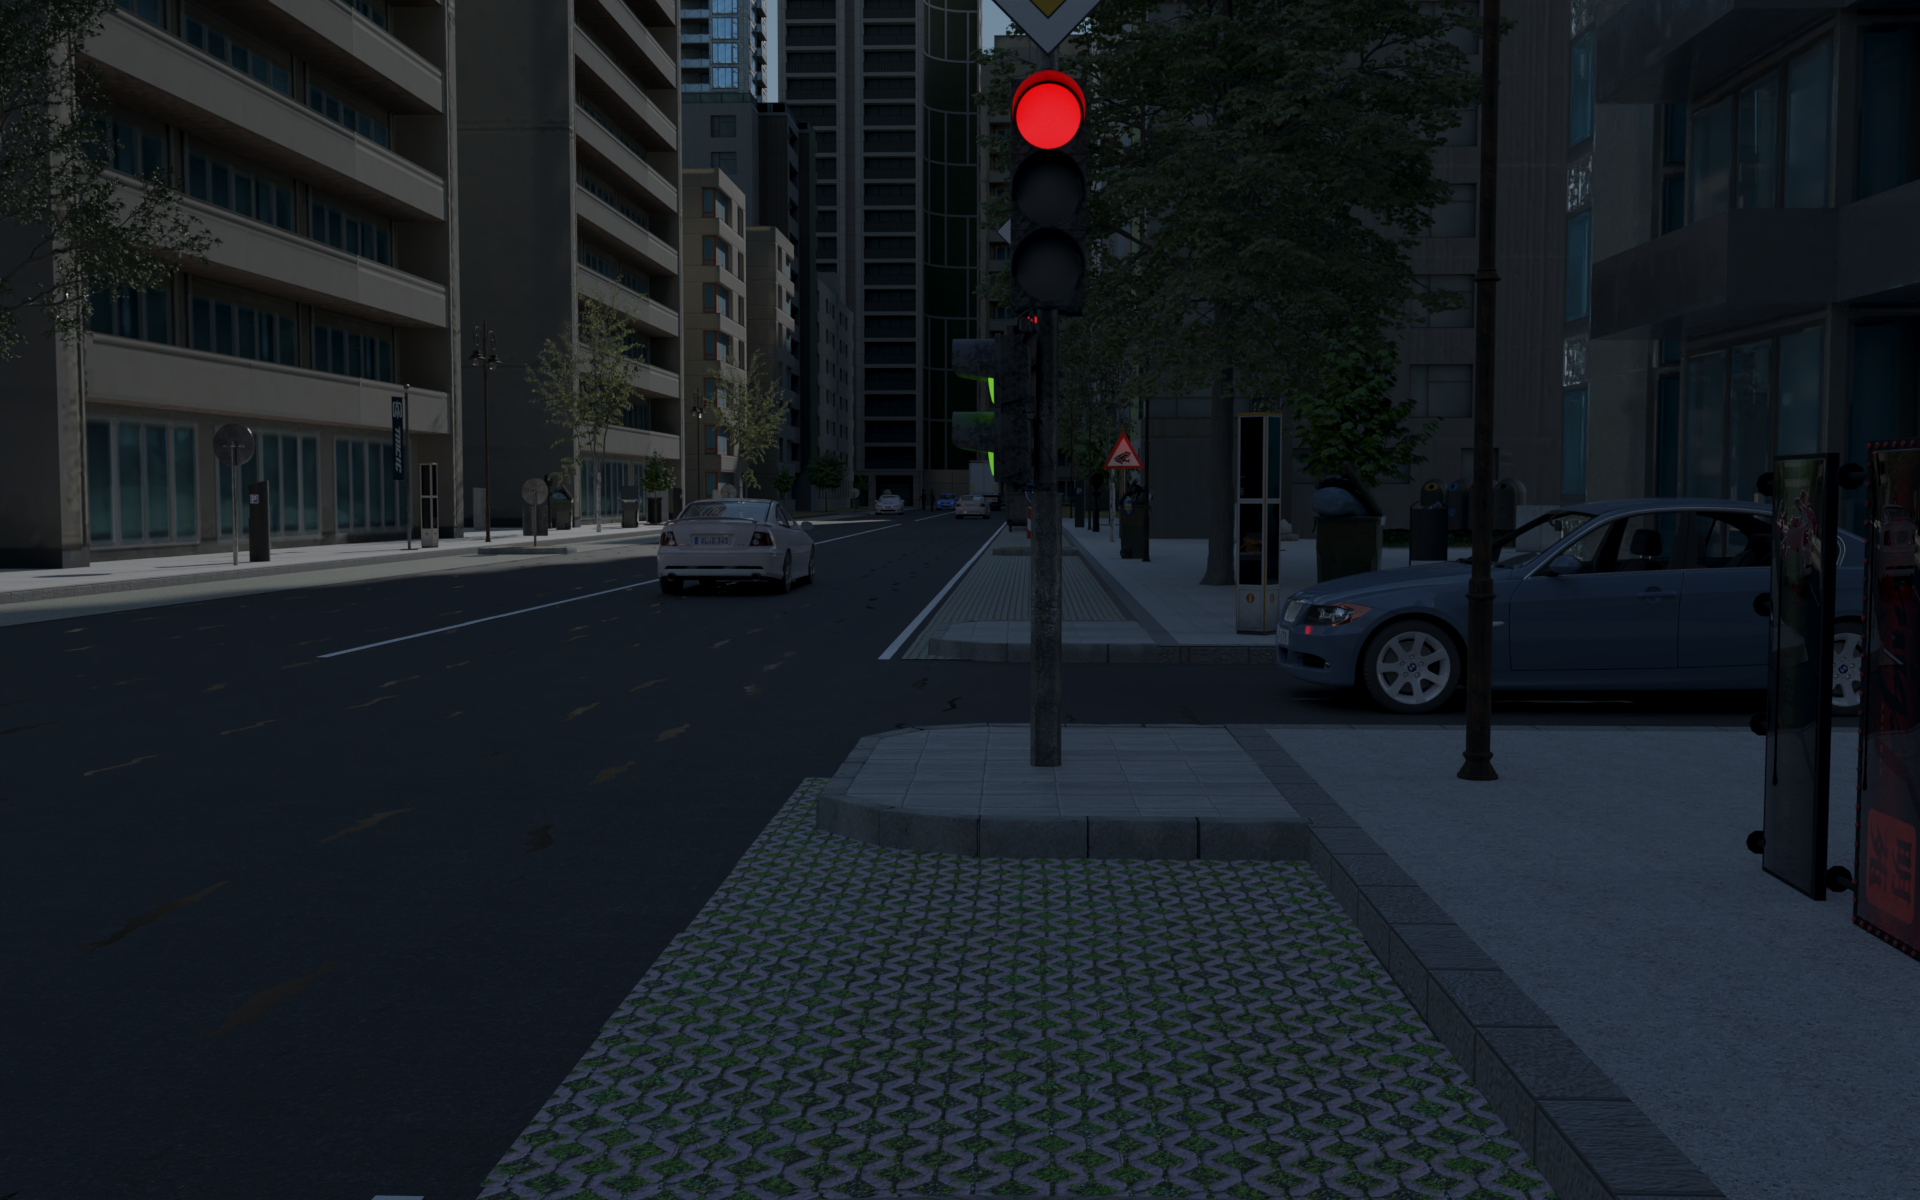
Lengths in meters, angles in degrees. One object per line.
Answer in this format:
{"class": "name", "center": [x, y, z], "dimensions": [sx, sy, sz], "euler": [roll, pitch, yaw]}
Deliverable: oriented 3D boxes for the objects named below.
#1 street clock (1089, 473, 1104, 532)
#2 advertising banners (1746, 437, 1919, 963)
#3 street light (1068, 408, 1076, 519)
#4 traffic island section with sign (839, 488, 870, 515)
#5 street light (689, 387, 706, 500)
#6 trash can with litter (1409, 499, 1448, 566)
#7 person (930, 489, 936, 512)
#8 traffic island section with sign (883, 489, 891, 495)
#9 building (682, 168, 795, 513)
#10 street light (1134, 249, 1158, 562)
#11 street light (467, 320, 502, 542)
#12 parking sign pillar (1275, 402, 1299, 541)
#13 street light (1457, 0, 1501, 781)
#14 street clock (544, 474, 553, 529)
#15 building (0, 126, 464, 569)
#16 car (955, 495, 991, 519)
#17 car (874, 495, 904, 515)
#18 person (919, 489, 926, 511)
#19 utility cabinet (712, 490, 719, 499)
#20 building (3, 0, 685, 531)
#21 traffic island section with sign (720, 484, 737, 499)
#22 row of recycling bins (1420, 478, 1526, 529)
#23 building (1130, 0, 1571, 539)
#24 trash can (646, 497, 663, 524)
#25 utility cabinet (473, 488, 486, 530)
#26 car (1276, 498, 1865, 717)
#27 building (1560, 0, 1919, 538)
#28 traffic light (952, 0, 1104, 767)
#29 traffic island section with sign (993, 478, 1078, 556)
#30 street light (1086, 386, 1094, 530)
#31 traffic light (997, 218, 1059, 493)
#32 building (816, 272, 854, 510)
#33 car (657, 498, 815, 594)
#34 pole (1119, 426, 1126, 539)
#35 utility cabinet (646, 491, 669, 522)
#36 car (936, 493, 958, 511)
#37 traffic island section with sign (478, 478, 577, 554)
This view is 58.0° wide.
{"class": "street clock", "center": [4.600, -3.301, 58.549], "dimensions": [0.471, 2.002, 0.358], "euler": [-2, 4, -25]}
{"class": "advertising banners", "center": [2.667, -0.531, 4.870], "dimensions": [0.090, 3.025, 2.074], "euler": [0, 4, 5]}
{"class": "street light", "center": [5.827, -7.213, 90.721], "dimensions": [0.468, 5.910, 1.993], "euler": [0, 4, 2]}
{"class": "traffic island section with sign", "center": [-7.173, -6.712, 118.363], "dimensions": [1.989, 1.847, 2.006], "euler": [0, 4, 2]}
{"class": "street light", "center": [-11.312, -6.248, 74.945], "dimensions": [0.468, 5.910, 1.993], "euler": [0, 4, 2]}
{"class": "trash can with litter", "center": [6.972, -0.806, 24.238], "dimensions": [2.233, 1.210, 1.678], "euler": [0, 4, 8]}
{"class": "person", "center": [-2.193, -7.948, 138.476], "dimensions": [0.705, 1.821, 1.348], "euler": [1, 4, 13]}
{"class": "traffic island section with sign", "center": [-6.062, -8.363, 145.368], "dimensions": [1.989, 1.847, 2.006], "euler": [0, 4, 2]}
{"class": "building", "center": [-25.966, -16.021, 106.987], "dimensions": [27.650, 21.520, 28.899], "euler": [0, 4, 2]}
{"class": "street light", "center": [3.531, -3.662, 32.658], "dimensions": [0.468, 5.910, 1.993], "euler": [0, 4, 2]}
{"class": "street light", "center": [-12.603, -4.483, 46.078], "dimensions": [0.468, 5.910, 1.993], "euler": [0, 4, 2]}
{"class": "parking sign pillar", "center": [8.587, -3.612, 47.535], "dimensions": [1.447, 3.967, 1.447], "euler": [3, 5, 44]}
{"class": "street light", "center": [2.339, -2.132, 7.649], "dimensions": [0.468, 5.910, 1.993], "euler": [0, 4, 2]}
{"class": "street clock", "center": [-15.139, -3.619, 63.736], "dimensions": [0.358, 2.002, 0.471], "euler": [0, 4, -1]}
{"class": "building", "center": [-25.566, -25.405, 39.078], "dimensions": [21.300, 48.544, 21.600], "euler": [0, 4, 2]}
{"class": "car", "center": [0.744, -5.370, 100.168], "dimensions": [2.083, 1.381, 4.827], "euler": [0, 4, 4]}
{"class": "car", "center": [-4.900, -6.634, 120.833], "dimensions": [2.083, 1.381, 4.827], "euler": [0, 4, 1]}
{"class": "person", "center": [-3.094, -8.366, 144.917], "dimensions": [0.705, 1.869, 1.348], "euler": [2, 4, 24]}
{"class": "utility cabinet", "center": [-12.337, -4.812, 87.352], "dimensions": [0.318, 1.500, 1.173], "euler": [-1, 4, -11]}
{"class": "building", "center": [-24.820, -27.611, 75.142], "dimensions": [21.300, 48.544, 21.600], "euler": [0, 4, 2]}
{"class": "traffic island section with sign", "center": [-9.233, -3.686, 68.888], "dimensions": [1.989, 1.847, 2.006], "euler": [0, 4, 2]}
{"class": "row of recycling bins", "center": [13.453, -2.346, 45.472], "dimensions": [1.069, 1.692, 3.534], "euler": [-2, 4, -27]}
{"class": "building", "center": [12.437, -22.701, 54.748], "dimensions": [14.154, 41.232, 14.086], "euler": [0, 4, 2]}
{"class": "trash can", "center": [-13.212, -3.872, 74.954], "dimensions": [0.748, 1.137, 0.748], "euler": [0, 3, 0]}
{"class": "utility cabinet", "center": [-17.067, -3.243, 61.705], "dimensions": [0.318, 1.500, 1.173], "euler": [0, 4, -5]}
{"class": "car", "center": [4.464, 0.001, 11.983], "dimensions": [4.499, 1.417, 2.014], "euler": [0, 4, 2]}
{"class": "building", "center": [24.637, -24.716, 23.714], "dimensions": [30.456, 49.044, 23.786], "euler": [0, 4, 2]}
{"class": "traffic light", "center": [0.388, -1.173, 8.094], "dimensions": [0.839, 4.253, 0.868], "euler": [0, 4, 2]}
{"class": "traffic island section with sign", "center": [1.772, -1.965, 40.762], "dimensions": [1.989, 1.847, 2.006], "euler": [0, 4, 2]}
{"class": "street light", "center": [4.638, -5.446, 61.836], "dimensions": [0.468, 5.910, 1.993], "euler": [0, 4, 2]}
{"class": "traffic light", "center": [0.719, -1.661, 16.072], "dimensions": [0.839, 4.253, 0.868], "euler": [0, 4, 2]}
{"class": "building", "center": [-25.203, -18.822, 152.771], "dimensions": [28.899, 21.520, 27.650], "euler": [0, 4, 2]}
{"class": "car", "center": [-3.334, -0.854, 26.325], "dimensions": [2.083, 1.381, 4.827], "euler": [0, 4, 2]}
{"class": "pole", "center": [4.692, -3.431, 49.932], "dimensions": [0.158, 3.312, 0.155], "euler": [0, 3, 0]}
{"class": "utility cabinet", "center": [-13.628, -4.243, 78.050], "dimensions": [0.318, 1.500, 1.173], "euler": [2, 4, 31]}
{"class": "car", "center": [-1.127, -8.716, 152.094], "dimensions": [1.945, 1.707, 3.694], "euler": [0, 4, 4]}
{"class": "traffic island section with sign", "center": [-10.353, -2.026, 41.750], "dimensions": [1.989, 1.847, 2.006], "euler": [0, 4, 2]}
